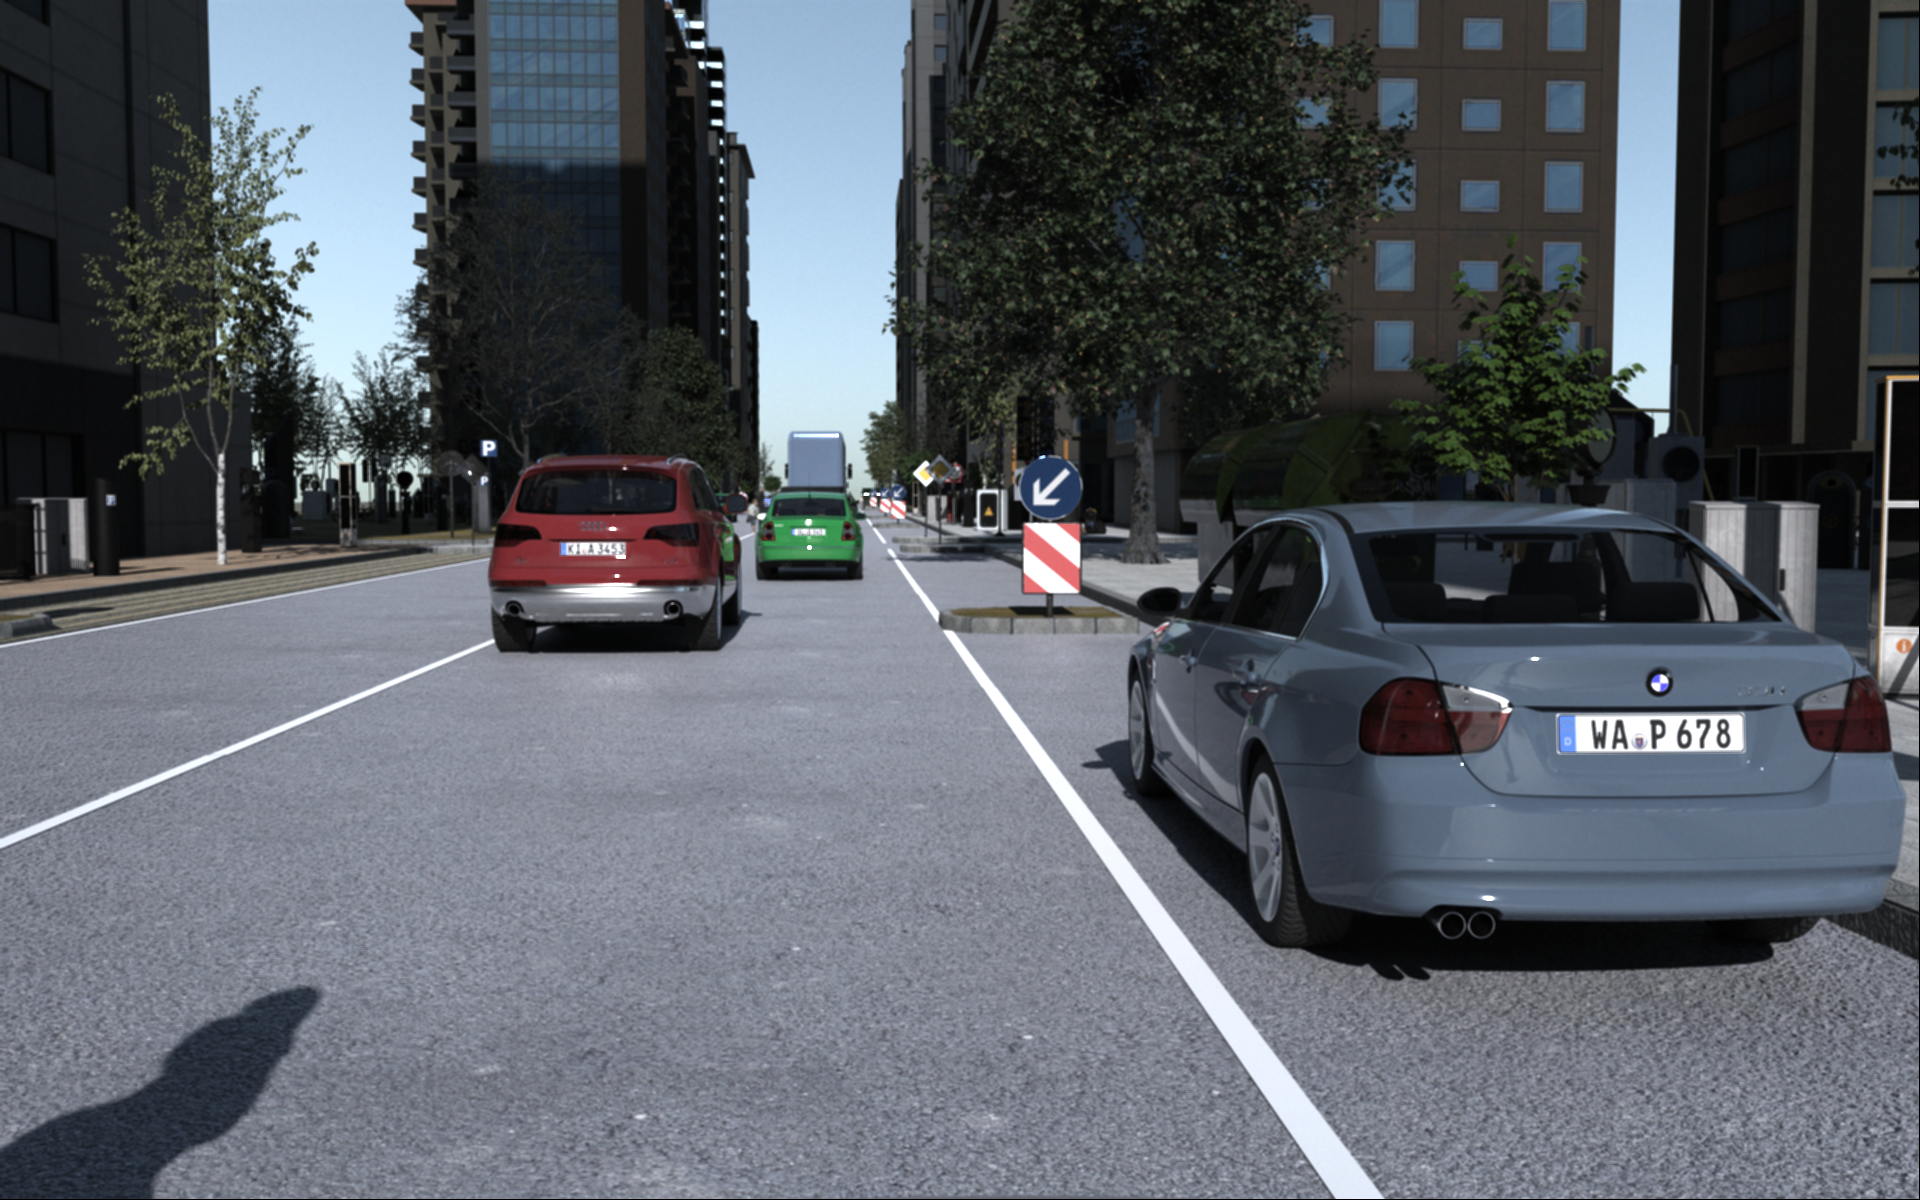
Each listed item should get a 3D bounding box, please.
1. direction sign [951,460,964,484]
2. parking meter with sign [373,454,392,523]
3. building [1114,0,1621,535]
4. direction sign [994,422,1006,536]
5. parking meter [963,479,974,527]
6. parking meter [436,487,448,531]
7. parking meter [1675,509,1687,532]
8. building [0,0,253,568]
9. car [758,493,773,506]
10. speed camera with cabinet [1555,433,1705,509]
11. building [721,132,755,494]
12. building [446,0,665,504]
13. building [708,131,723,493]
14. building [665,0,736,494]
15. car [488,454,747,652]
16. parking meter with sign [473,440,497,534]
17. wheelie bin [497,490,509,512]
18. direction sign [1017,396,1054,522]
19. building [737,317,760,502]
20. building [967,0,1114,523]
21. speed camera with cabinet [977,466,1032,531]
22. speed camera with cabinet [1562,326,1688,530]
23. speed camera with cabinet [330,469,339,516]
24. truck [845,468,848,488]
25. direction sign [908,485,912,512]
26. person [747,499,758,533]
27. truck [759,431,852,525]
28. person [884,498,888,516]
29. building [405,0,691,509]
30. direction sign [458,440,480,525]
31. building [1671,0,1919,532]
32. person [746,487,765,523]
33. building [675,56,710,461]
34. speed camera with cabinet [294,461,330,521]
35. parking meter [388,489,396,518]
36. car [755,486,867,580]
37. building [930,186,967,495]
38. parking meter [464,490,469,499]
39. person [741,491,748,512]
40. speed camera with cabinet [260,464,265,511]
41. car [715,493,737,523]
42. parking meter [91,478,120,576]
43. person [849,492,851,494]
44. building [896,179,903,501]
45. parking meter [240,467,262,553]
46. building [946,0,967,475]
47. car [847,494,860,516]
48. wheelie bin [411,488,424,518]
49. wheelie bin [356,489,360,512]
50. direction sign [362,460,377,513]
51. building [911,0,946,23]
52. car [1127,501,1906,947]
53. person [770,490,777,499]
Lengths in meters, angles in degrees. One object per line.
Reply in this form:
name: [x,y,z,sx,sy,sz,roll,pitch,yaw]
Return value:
direction sign: [-0.164,-7.610,116.424,0.876,3.537,0.379,1,4,20]
parking meter with sign: [-25.532,-4.901,76.386,0.543,3.016,1.738,-2,4,-31]
building: [13.236,-25.100,60.494,14.200,45.320,14.600,0,4,-4]
direction sign: [1.207,-3.699,52.475,0.379,3.537,0.876,1,4,14]
parking meter: [0.340,-3.750,67.027,0.255,1.863,0.399,-3,5,-44]
parking meter: [-18.266,-3.220,61.055,0.372,1.533,0.369,0,3,0]
parking meter: [14.404,-1.614,34.799,0.372,1.533,0.369,0,3,0]
building: [-26.836,-36.147,29.248,20.611,71.187,20.563,0,4,-4]
car: [-21.260,-11.004,189.512,1.945,1.707,3.694,0,4,-5]
speed camera with cabinet: [10.202,-1.962,26.412,2.038,3.252,0.660,0,4,5]
building: [-45.059,-40.718,254.981,28.713,52.752,27.495,0,4,-4]
building: [-29.910,-29.435,131.380,14.600,45.320,14.200,0,4,-4]
building: [-33.585,-30.914,189.045,14.154,41.232,14.086,0,4,-4]
building: [-40.302,-55.774,224.576,22.319,86.520,31.000,0,4,-4]
car: [-3.305,-0.528,17.301,2.281,1.827,5.304,0,4,-4]
parking meter with sign: [-15.568,-3.684,56.492,0.543,3.016,1.738,-2,4,-29]
wheelie bin: [-32.839,-7.123,124.366,0.980,1.594,0.693,-1,4,-11]
direction sign: [1.744,-2.939,40.056,0.876,3.537,0.379,1,4,16]
building: [-39.543,-30.900,276.917,14.160,30.474,14.107,0,4,-4]
building: [11.671,-28.288,86.217,21.300,48.544,21.600,0,4,-4]
speed camera with cabinet: [1.620,-4.031,60.241,2.038,3.252,0.660,1,4,19]
speed camera with cabinet: [7.570,-1.559,19.821,0.660,3.252,2.038,0,4,3]
speed camera with cabinet: [-37.510,-6.625,102.657,0.660,3.252,2.038,0,4,8]
truck: [-13.269,-11.800,181.849,2.839,4.237,11.283,0,4,-2]
direction sign: [-3.567,-8.066,123.882,0.379,3.537,0.876,3,5,44]
person: [-7.521,-3.038,62.859,0.352,1.250,0.332,-2,4,-35]
truck: [-5.989,-4.815,68.485,2.967,4.110,18.799,0,4,-2]
person: [-4.840,-6.152,113.371,0.425,1.301,0.394,1,4,14]
building: [-35.534,-30.456,152.576,22.147,44.769,28.867,0,4,-4]
direction sign: [-20.463,-4.912,72.310,0.876,3.537,0.379,-1,4,-14]
building: [42.467,-25.172,66.192,28.867,44.769,22.147,0,4,-4]
person: [-10.159,-4.775,86.793,0.699,1.804,1.509,3,4,37]
building: [-32.712,-32.059,174.276,14.600,45.320,14.200,0,4,-4]
speed camera with cabinet: [-31.660,-5.451,83.455,2.038,3.252,0.660,0,4,-6]
parking meter: [-30.960,-5.260,94.406,0.372,1.533,0.369,0,3,0]
car: [-2.605,-1.314,30.278,1.959,1.807,4.718,0,4,-4]
building: [4.033,-24.051,164.934,14.160,30.474,14.107,0,4,-4]
parking meter: [-34.085,-6.817,119.867,0.372,1.533,0.369,0,3,0]
person: [-17.343,-7.946,139.362,0.756,1.711,0.436,2,4,25]
speed camera with cabinet: [-44.186,-7.077,110.039,0.660,3.252,2.038,0,4,4]
car: [-12.283,-4.831,87.787,1.959,1.807,4.718,0,4,-4]
parking meter: [-13.411,-1.148,27.175,0.372,1.533,0.369,0,3,0]
person: [-14.611,-13.421,228.658,1.217,1.735,0.721,-3,5,-42]
building: [1.618,-38.497,253.132,21.300,48.544,21.600,0,4,-4]
parking meter: [-15.441,-1.958,37.727,0.399,1.863,0.255,1,4,22]
building: [12.937,-33.931,144.017,28.713,52.752,27.495,0,4,-4]
car: [-6.756,-5.299,98.444,2.131,1.459,4.920,0,4,-5]
wheelie bin: [-29.311,-5.251,93.755,0.693,1.594,0.980,-2,4,-28]
wheelie bin: [-41.107,-6.699,117.438,0.980,1.594,0.693,3,4,37]
direction sign: [-38.982,-7.486,114.396,0.876,3.537,0.379,-1,4,-15]
building: [5.296,-39.347,185.322,21.231,58.520,28.212,0,4,-4]
car: [1.768,0.318,6.800,2.014,1.417,4.499,0,4,-3]
person: [-18.885,-10.357,177.801,1.348,1.831,0.705,-2,4,-26]
